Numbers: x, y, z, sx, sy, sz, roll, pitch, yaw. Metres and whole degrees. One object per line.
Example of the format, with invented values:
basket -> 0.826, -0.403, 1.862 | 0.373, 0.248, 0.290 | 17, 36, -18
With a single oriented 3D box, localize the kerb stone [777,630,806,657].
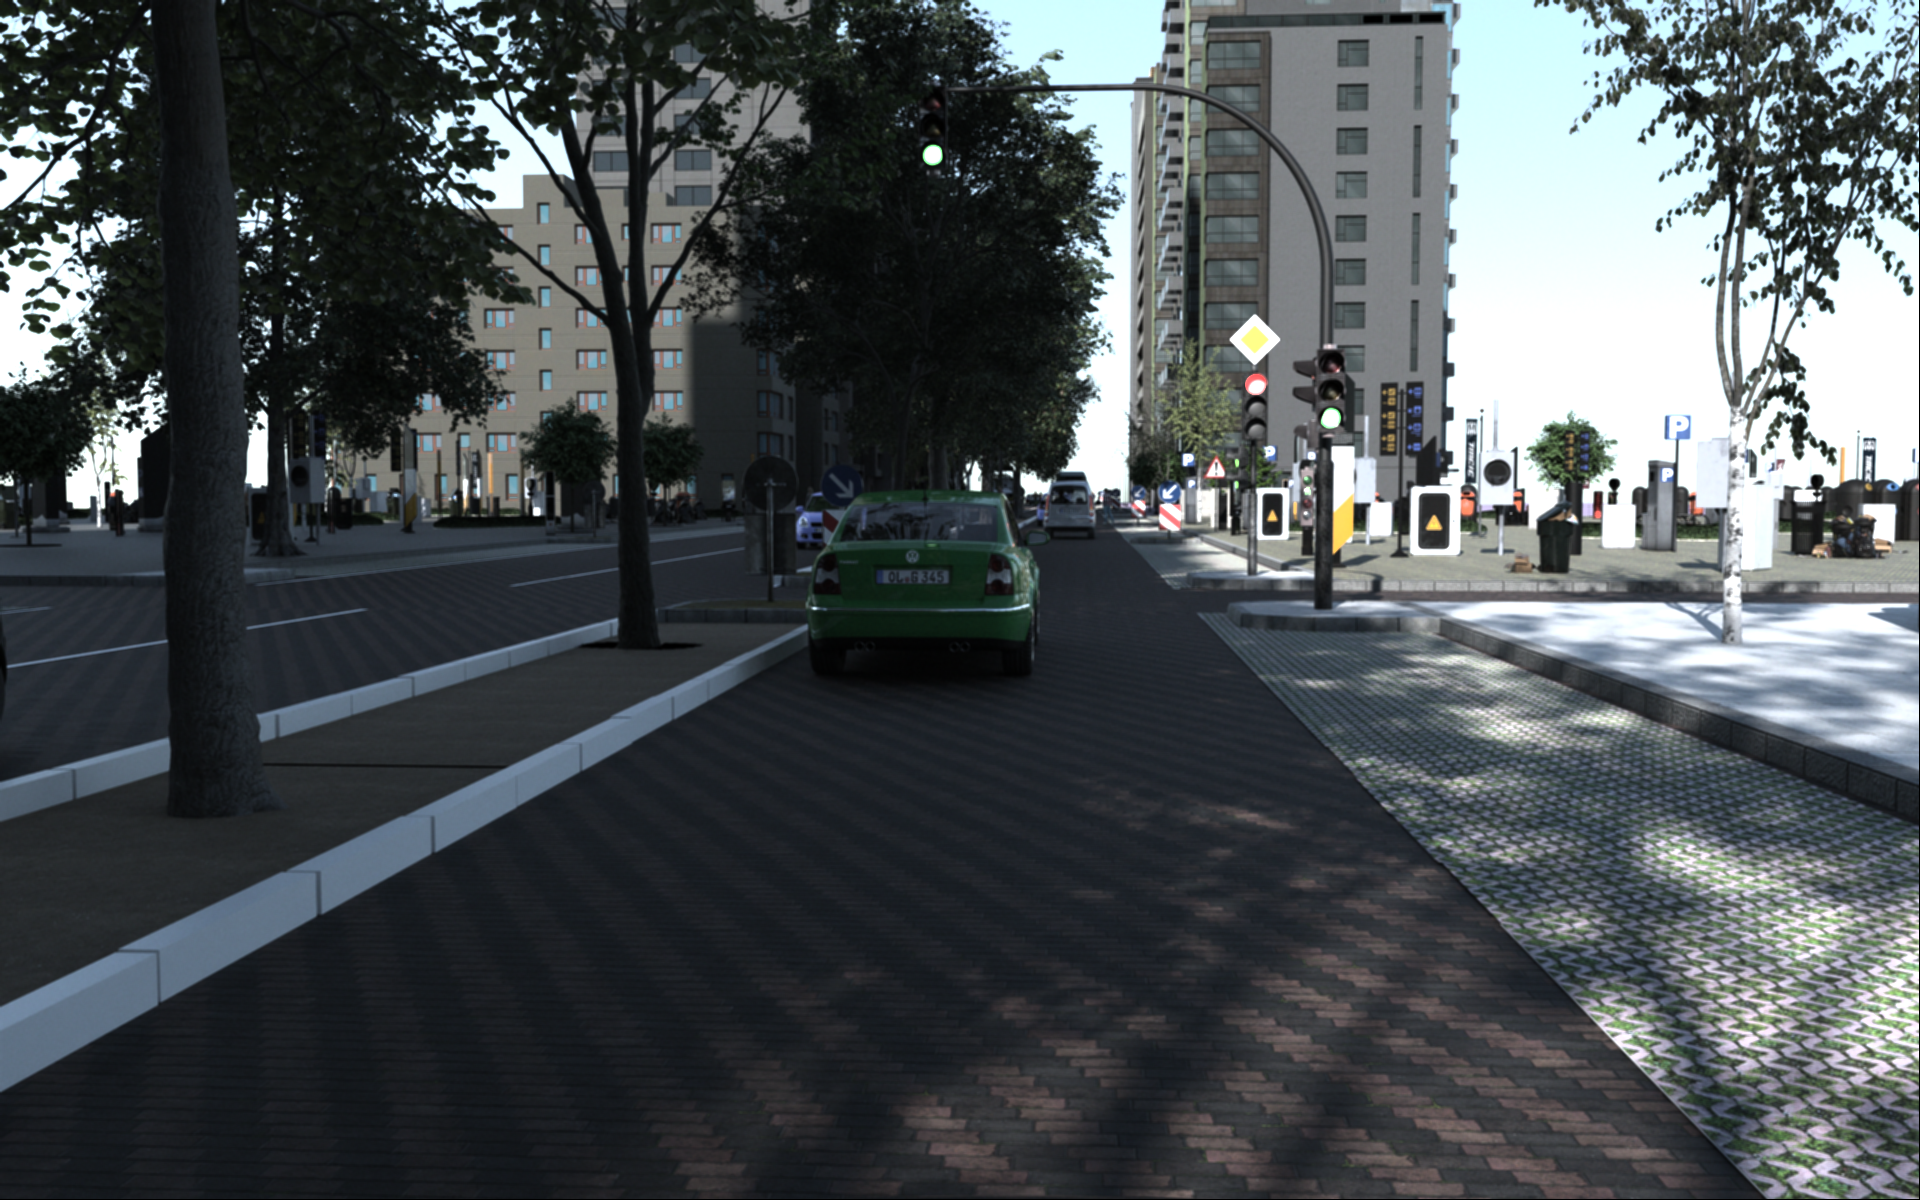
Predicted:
kerb stone -> -1.552, 0.406, 15.592 | 0.120, 0.150, 1.000 | 0, 4, 4

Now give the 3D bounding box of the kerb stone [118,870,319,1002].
kerb stone -> -2.277, 1.029, 5.378 | 0.120, 0.150, 1.000 | 0, 4, 4

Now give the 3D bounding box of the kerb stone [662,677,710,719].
kerb stone -> -1.841, 0.658, 11.499 | 0.120, 0.150, 1.000 | 0, 4, 4

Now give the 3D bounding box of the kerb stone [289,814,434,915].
kerb stone -> -2.199, 0.966, 6.397 | 0.120, 0.150, 1.000 | 0, 4, 4

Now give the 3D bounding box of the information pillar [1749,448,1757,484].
information pillar -> 40.751, -5.975, 89.049 | 0.504, 3.616, 0.183 | -2, 4, -27

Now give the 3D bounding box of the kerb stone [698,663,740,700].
kerb stone -> -1.768, 0.596, 12.519 | 0.120, 0.150, 1.000 | 0, 4, 4

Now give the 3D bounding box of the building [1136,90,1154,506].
building -> 31.196, -35.059, 196.921 | 21.300, 48.544, 21.600 | 0, 4, 4

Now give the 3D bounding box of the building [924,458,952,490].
building -> -15.972, -23.817, 234.448 | 27.650, 21.520, 28.899 | 0, 4, 4

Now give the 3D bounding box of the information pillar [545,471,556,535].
information pillar -> -12.805, -3.035, 54.118 | 0.304, 2.012, 0.304 | -1, 4, -14

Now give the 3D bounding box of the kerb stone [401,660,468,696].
kerb stone -> -3.863, 0.582, 12.685 | 0.120, 0.150, 1.000 | 0, 4, 4

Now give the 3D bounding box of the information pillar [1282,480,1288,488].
information pillar -> 16.563, -5.122, 88.243 | 0.304, 2.012, 0.304 | 0, 4, 1

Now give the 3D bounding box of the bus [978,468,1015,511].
bus -> 3.061, -8.839, 136.059 | 2.896, 3.916, 12.252 | 0, 4, 2

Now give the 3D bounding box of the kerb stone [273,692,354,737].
kerb stone -> -4.005, 0.713, 10.631 | 0.120, 0.150, 1.000 | 0, 4, 4

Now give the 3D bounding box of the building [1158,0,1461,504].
building -> 28.163, -32.113, 144.655 | 23.786, 49.044, 30.456 | 0, 4, 4

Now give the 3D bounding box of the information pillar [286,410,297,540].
information pillar -> -18.769, -3.502, 48.615 | 0.183, 3.616, 0.504 | 0, 4, -4

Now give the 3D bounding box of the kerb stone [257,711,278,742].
kerb stone -> -4.088, 0.770, 9.606 | 0.120, 0.150, 1.000 | 0, 4, 4

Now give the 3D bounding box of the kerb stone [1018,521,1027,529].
kerb stone -> 2.807, -3.383, 77.506 | 0.120, 0.150, 1.000 | 0, 4, 4

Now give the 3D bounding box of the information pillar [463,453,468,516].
information pillar -> -28.230, -6.578, 98.909 | 0.183, 3.616, 0.504 | -3, 4, -37

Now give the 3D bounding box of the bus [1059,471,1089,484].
bus -> 9.451, -9.284, 146.654 | 2.948, 3.499, 13.247 | 0, 4, 4

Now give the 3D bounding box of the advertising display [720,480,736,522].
advertising display -> -10.744, -4.590, 80.260 | 0.123, 1.923, 0.974 | 2, 4, 31

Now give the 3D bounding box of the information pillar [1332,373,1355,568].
information pillar -> 6.605, -2.368, 30.080 | 0.504, 3.616, 0.183 | -1, 4, -20

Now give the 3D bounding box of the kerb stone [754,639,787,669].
kerb stone -> -1.623, 0.470, 14.563 | 0.120, 0.150, 1.000 | 0, 4, 4

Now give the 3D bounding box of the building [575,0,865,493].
building -> -18.676, -43.065, 142.364 | 20.563, 71.187, 20.611 | 0, 4, 4

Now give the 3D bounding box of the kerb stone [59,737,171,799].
kerb stone -> -4.150, 0.832, 8.585 | 0.120, 0.150, 1.000 | 0, 4, 4

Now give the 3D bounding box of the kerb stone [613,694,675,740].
kerb stone -> -1.919, 0.717, 10.477 | 0.120, 0.150, 1.000 | 0, 4, 4

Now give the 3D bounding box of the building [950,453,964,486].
building -> -6.857, -29.602, 255.689 | 14.160, 30.474, 14.107 | 0, 4, 4

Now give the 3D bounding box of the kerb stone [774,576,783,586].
kerb stone -> -2.822, -0.328, 27.559 | 0.120, 0.150, 1.000 | 0, 4, 4

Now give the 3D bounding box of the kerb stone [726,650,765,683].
kerb stone -> -1.700, 0.529, 13.540 | 0.120, 0.150, 1.000 | 0, 4, 4

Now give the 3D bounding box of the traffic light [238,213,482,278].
traffic light -> -10.189, -3.277, 28.254 | 4.771, 5.953, 1.251 | 0, 4, 4

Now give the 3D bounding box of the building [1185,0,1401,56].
building -> 22.795, -26.839, 122.406 | 14.154, 41.232, 14.086 | 0, 4, 4

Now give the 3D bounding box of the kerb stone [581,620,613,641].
kerb stone -> -3.583, 0.334, 16.781 | 0.120, 0.150, 1.000 | 0, 4, 4

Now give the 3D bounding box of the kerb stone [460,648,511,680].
kerb stone -> -3.794, 0.519, 13.705 | 0.120, 0.150, 1.000 | 0, 4, 4

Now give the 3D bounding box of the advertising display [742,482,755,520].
advertising display -> -10.415, -4.908, 85.463 | 0.123, 1.923, 0.974 | 2, 4, 27

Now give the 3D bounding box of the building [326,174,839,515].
building -> -24.075, -16.766, 119.167 | 27.650, 21.520, 28.899 | 0, 4, 4

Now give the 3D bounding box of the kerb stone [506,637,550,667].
kerb stone -> -3.718, 0.457, 14.725 | 0.120, 0.150, 1.000 | 0, 4, 4

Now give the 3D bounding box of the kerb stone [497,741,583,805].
kerb stone -> -2.054, 0.847, 8.437 | 0.120, 0.150, 1.000 | 0, 4, 4

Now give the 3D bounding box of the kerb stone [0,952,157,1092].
kerb stone -> -2.343, 1.094, 4.358 | 0.120, 0.150, 1.000 | 0, 4, 4

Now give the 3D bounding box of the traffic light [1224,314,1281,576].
traffic light -> 4.588, -2.341, 27.199 | 0.839, 4.253, 0.868 | 0, 4, 4

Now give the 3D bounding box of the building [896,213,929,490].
building -> -14.613, -33.603, 204.039 | 22.147, 44.769, 28.867 | 0, 4, 4

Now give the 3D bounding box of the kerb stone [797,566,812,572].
kerb stone -> -2.671, -0.453, 29.603 | 0.120, 0.150, 1.000 | 0, 4, 4

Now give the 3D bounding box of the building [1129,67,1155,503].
building -> 34.615, -43.024, 245.445 | 21.231, 58.520, 28.212 | 0, 4, 4

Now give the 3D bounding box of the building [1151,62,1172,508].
building -> 25.591, -29.588, 167.358 | 14.154, 41.232, 14.086 | 0, 4, 4

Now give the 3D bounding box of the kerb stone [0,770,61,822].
kerb stone -> -4.223, 0.895, 7.563 | 0.120, 0.150, 1.000 | 0, 4, 4

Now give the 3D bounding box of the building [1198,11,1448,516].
building -> 21.939, -20.590, 108.346 | 14.160, 30.474, 14.107 | 0, 4, 4

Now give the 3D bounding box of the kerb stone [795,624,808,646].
kerb stone -> -1.485, 0.340, 16.628 | 0.120, 0.150, 1.000 | 0, 4, 4

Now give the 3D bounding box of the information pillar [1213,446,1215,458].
information pillar -> 12.464, -5.739, 85.184 | 0.183, 3.616, 0.504 | 0, 4, 3

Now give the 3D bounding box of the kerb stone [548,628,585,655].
kerb stone -> -3.641, 0.394, 15.756 | 0.120, 0.150, 1.000 | 0, 4, 4

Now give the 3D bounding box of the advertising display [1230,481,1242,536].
advertising display -> 8.553, -2.965, 53.684 | 0.123, 1.923, 0.974 | 2, 4, 25

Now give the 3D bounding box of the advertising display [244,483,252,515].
advertising display -> -40.776, -5.743, 99.112 | 0.123, 1.923, 0.974 | 0, 4, 5

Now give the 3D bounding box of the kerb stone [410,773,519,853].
kerb stone -> -2.121, 0.906, 7.417 | 0.120, 0.150, 1.000 | 0, 4, 4

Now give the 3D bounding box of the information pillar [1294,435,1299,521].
information pillar -> 12.089, -4.338, 62.284 | 0.183, 3.616, 0.504 | 1, 4, 18

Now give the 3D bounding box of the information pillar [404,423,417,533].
information pillar -> -18.069, -4.009, 56.909 | 0.504, 3.616, 0.183 | 2, 4, 32

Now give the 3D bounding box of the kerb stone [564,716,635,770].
kerb stone -> -1.980, 0.785, 9.456 | 0.120, 0.150, 1.000 | 0, 4, 4

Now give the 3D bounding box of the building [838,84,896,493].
building -> -13.563, -29.214, 161.244 | 14.154, 41.232, 14.086 | 0, 4, 4

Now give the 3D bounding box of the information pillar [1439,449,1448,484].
information pillar -> 24.804, -5.971, 88.980 | 0.504, 3.616, 0.183 | 0, 4, -1

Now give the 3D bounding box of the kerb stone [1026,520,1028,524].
kerb stone -> 2.872, -3.446, 78.530 | 0.120, 0.150, 1.000 | 0, 4, 4

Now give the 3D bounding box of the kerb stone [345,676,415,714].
kerb stone -> -3.938, 0.654, 11.652 | 0.120, 0.150, 1.000 | 0, 4, 4

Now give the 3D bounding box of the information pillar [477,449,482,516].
information pillar -> -25.068, -6.057, 90.382 | 0.183, 3.616, 0.504 | 0, 4, 2

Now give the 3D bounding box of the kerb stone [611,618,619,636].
kerb stone -> -3.499, 0.269, 17.806 | 0.120, 0.150, 1.000 | 0, 4, 4
